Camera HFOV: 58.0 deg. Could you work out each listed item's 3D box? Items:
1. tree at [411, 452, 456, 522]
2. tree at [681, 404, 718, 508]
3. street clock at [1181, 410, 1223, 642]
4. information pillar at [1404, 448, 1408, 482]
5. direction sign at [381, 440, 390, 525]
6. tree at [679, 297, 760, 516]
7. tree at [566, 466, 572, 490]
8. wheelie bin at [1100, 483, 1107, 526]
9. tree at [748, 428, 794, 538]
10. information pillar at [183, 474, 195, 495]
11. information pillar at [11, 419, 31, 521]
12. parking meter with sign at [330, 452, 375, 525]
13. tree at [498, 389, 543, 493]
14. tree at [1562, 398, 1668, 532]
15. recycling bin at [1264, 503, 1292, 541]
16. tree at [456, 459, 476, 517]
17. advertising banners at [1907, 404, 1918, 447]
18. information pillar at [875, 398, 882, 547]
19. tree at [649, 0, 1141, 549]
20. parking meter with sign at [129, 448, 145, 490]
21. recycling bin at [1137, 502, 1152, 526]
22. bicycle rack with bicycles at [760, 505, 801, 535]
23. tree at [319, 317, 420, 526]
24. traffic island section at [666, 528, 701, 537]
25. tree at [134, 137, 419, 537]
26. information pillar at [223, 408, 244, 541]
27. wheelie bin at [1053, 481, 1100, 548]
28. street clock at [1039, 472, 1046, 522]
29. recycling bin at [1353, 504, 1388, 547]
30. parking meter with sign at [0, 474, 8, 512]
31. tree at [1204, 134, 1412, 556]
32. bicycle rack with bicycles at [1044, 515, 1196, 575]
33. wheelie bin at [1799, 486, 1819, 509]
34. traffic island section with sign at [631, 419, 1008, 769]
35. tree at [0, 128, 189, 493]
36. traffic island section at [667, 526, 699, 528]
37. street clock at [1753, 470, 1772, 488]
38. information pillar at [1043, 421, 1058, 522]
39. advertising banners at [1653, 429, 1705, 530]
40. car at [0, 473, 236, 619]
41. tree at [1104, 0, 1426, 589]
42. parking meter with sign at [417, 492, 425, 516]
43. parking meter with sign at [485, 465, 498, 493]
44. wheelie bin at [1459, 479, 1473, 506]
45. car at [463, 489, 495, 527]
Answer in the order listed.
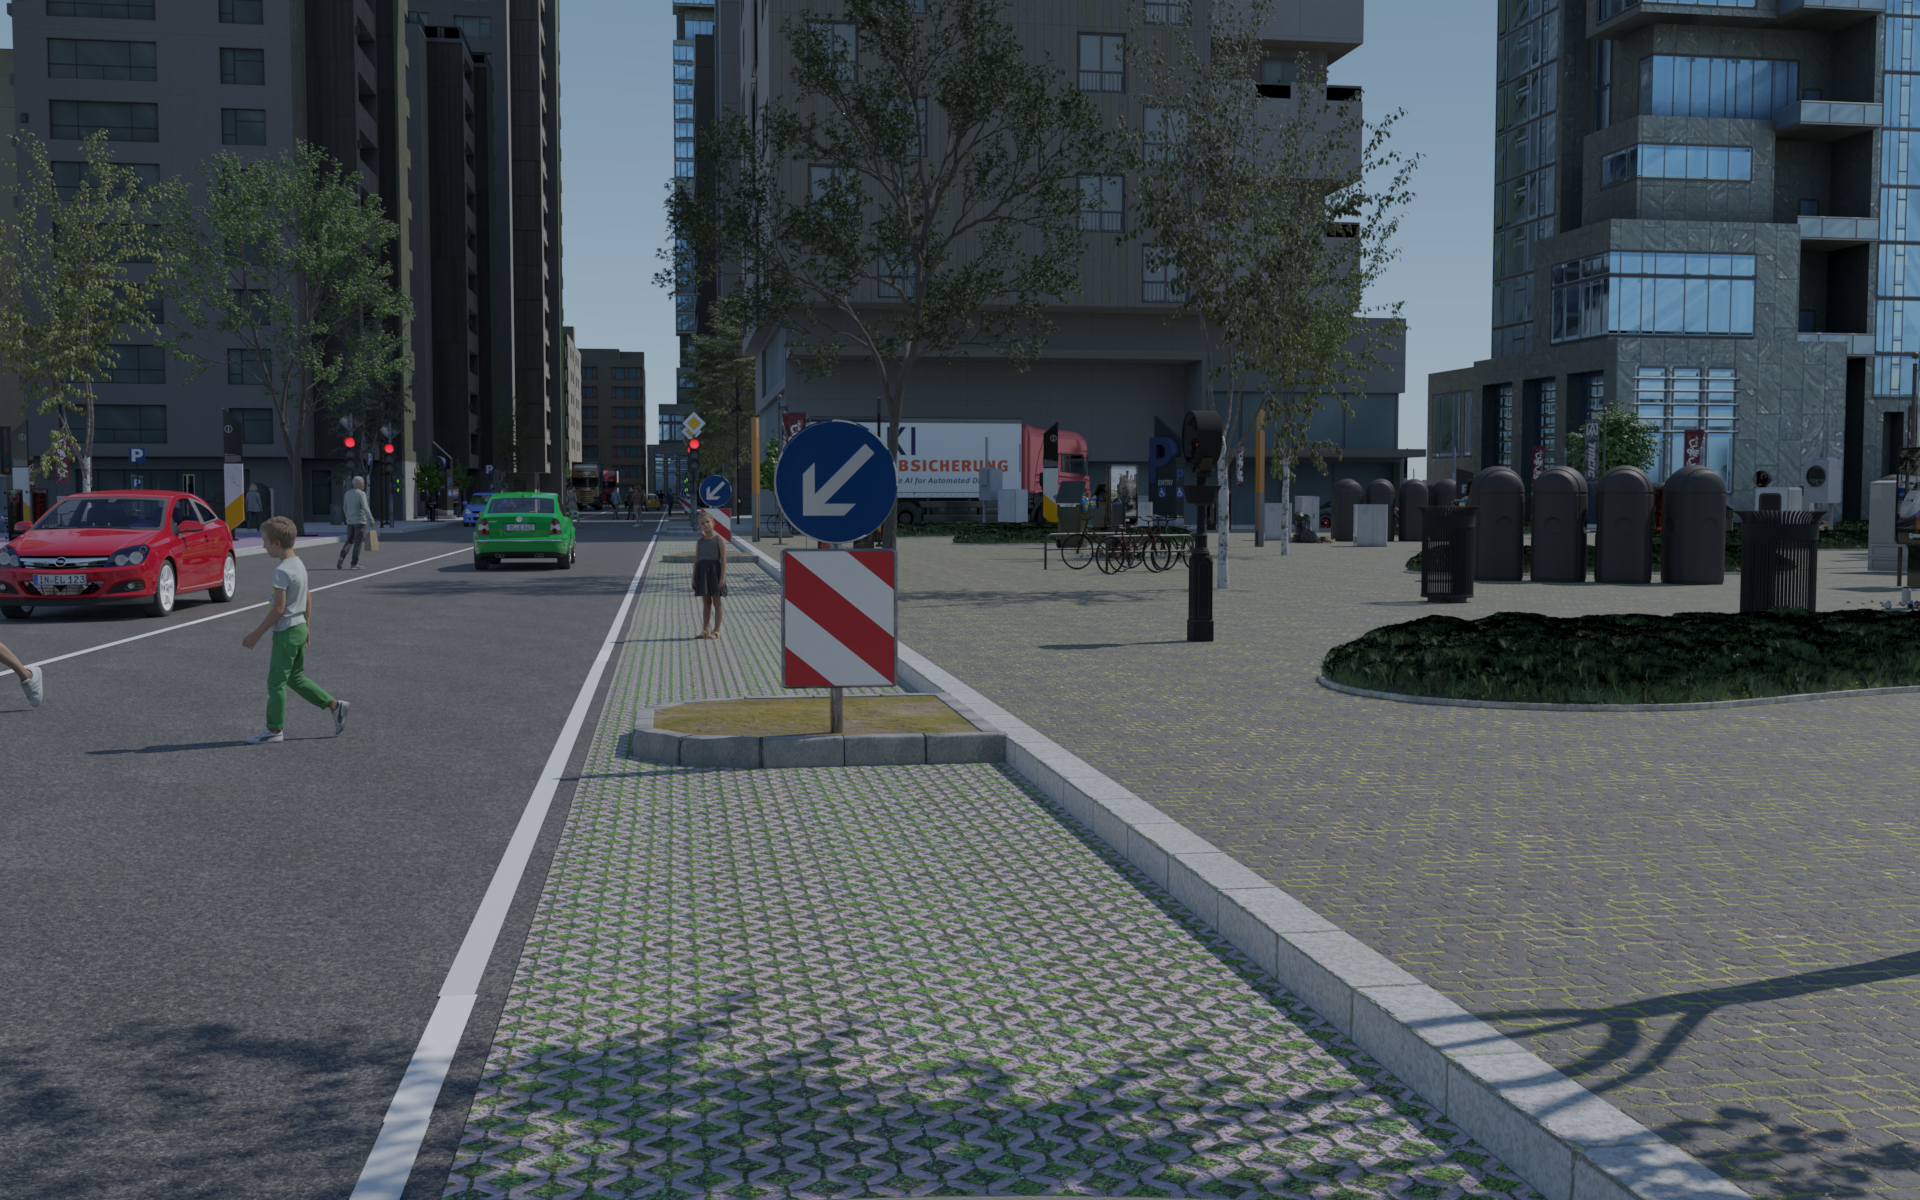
[{"bbox_3d":[-24.541,-5.230,80.104,1.663,3.219,1.824,0,3,0],"label":"tree"},{"bbox_3d":[-19.768,-11.387,136.538,4.737,8.622,4.395,0,3,0],"label":"tree"},{"bbox_3d":[2.098,-0.642,15.064,0.358,2.002,0.471,-1,4,-10],"label":"street clock"},{"bbox_3d":[22.484,-5.905,87.900,0.504,3.616,0.183,3,4,37],"label":"information pillar"},{"bbox_3d":[-23.940,-4.908,72.245,0.379,3.537,0.876,1,4,11],"label":"direction sign"},{"bbox_3d":[-12.642,-11.100,99.608,7.486,12.596,7.792,0,3,0],"label":"tree"},{"bbox_3d":[-42.343,-12.242,183.869,4.285,4.588,4.351,0,3,0],"label":"tree"},{"bbox_3d":[4.041,-2.430,47.631,0.980,1.594,0.693,-3,5,-41],"label":"wheelie bin"},{"bbox_3d":[-5.499,-3.450,51.013,1.663,3.219,1.824,0,3,0],"label":"tree"},{"bbox_3d":[-28.872,-3.694,64.882,0.304,2.012,0.304,3,4,38],"label":"information pillar"},{"bbox_3d":[-29.471,-3.855,54.392,0.504,3.616,0.183,0,4,-4],"label":"information pillar"},{"bbox_3d":[-25.336,-4.643,72.178,1.738,3.016,0.543,-3,4,-38],"label":"parking meter with sign"},{"bbox_3d":[-31.697,-10.484,121.768,4.737,8.622,4.395,0,3,0],"label":"tree"},{"bbox_3d":[22.389,-4.610,59.089,4.285,4.588,4.351,0,3,0],"label":"tree"},{"bbox_3d":[8.815,-2.175,48.117,0.722,1.027,0.722,0,4,6],"label":"recycling bin"},{"bbox_3d":[-28.023,-6.231,96.479,1.663,3.219,1.824,0,3,0],"label":"tree"},{"bbox_3d":[18.779,-2.359,34.755,0.090,3.025,2.074,1,4,9],"label":"advertising banners"},{"bbox_3d":[-1.960,-3.093,41.931,0.183,3.616,0.504,0,4,-3],"label":"information pillar"},{"bbox_3d":[-1.277,-5.789,29.067,8.767,10.594,7.601,0,4,4],"label":"tree"},{"bbox_3d":[-31.538,-4.293,66.453,0.543,3.016,1.738,-2,4,-25],"label":"parking meter with sign"},{"bbox_3d":[5.602,-2.548,54.213,0.722,1.027,0.722,0,4,-5],"label":"recycling bin"},{"bbox_3d":[-5.106,-2.625,56.295,2.925,0.926,2.852,-3,5,-44],"label":"bicycle rack with bicycles"},{"bbox_3d":[-23.611,-7.250,68.907,4.360,8.622,3.978,0,3,0],"label":"tree"},{"bbox_3d":[-9.041,-2.261,59.251,2.009,0.180,2.903,-1,4,-9],"label":"traffic island section"},{"bbox_3d":[-20.101,-7.715,51.893,9.928,11.665,9.643,0,3,0],"label":"tree"},{"bbox_3d":[-19.881,-3.426,47.373,0.504,3.616,0.183,0,4,-8],"label":"information pillar"},{"bbox_3d":[2.658,-2.024,40.993,0.980,1.594,0.693,2,4,27],"label":"wheelie bin"},{"bbox_3d":[2.778,-3.246,57.639,0.358,2.002,0.471,1,4,12],"label":"street clock"},{"bbox_3d":[10.048,-1.827,42.418,0.722,1.027,0.722,0,4,4],"label":"recycling bin"},{"bbox_3d":[-37.360,-4.339,67.197,0.543,3.016,1.738,2,4,34],"label":"parking meter with sign"},{"bbox_3d":[7.018,-5.240,36.034,4.737,8.622,4.395,0,3,0],"label":"tree"},{"bbox_3d":[2.861,-0.956,29.012,2.925,0.926,2.852,-2,4,-30],"label":"bicycle rack with bicycles"},{"bbox_3d":[31.914,-3.509,65.273,0.980,1.594,0.693,2,4,34],"label":"wheelie bin"},{"bbox_3d":[-0.881,-0.081,9.958,1.989,1.847,2.006,-1,4,-9],"label":"traffic island section with sign"},{"bbox_3d":[-17.560,-5.123,34.123,4.737,8.622,4.395,0,3,0],"label":"tree"},{"bbox_3d":[-10.346,-2.743,67.129,2.009,0.180,2.903,-1,4,-9],"label":"traffic island section"},{"bbox_3d":[24.574,-2.967,53.086,0.358,2.002,0.471,-3,5,-42],"label":"street clock"},{"bbox_3d":[2.922,-3.927,55.565,0.504,3.616,0.183,0,4,2],"label":"information pillar"},{"bbox_3d":[19.103,-3.114,47.105,2.074,3.025,0.090,1,4,20],"label":"advertising banners"},{"bbox_3d":[-10.331,-0.755,21.379,2.155,1.783,4.494,-1,4,-9],"label":"car"},{"bbox_3d":[3.673,-4.449,23.104,4.360,8.622,3.978,0,3,0],"label":"tree"},{"bbox_3d":[-31.654,-6.351,100.096,1.738,3.016,0.543,2,4,29],"label":"parking meter with sign"},{"bbox_3d":[-27.901,-6.563,103.567,0.543,3.016,1.738,0,4,-1],"label":"parking meter with sign"},{"bbox_3d":[11.181,-1.778,36.981,0.980,1.594,0.693,1,4,10],"label":"wheelie bin"},{"bbox_3d":[-21.071,-4.125,77.038,1.945,1.707,3.694,-1,4,-8],"label":"car"}]
